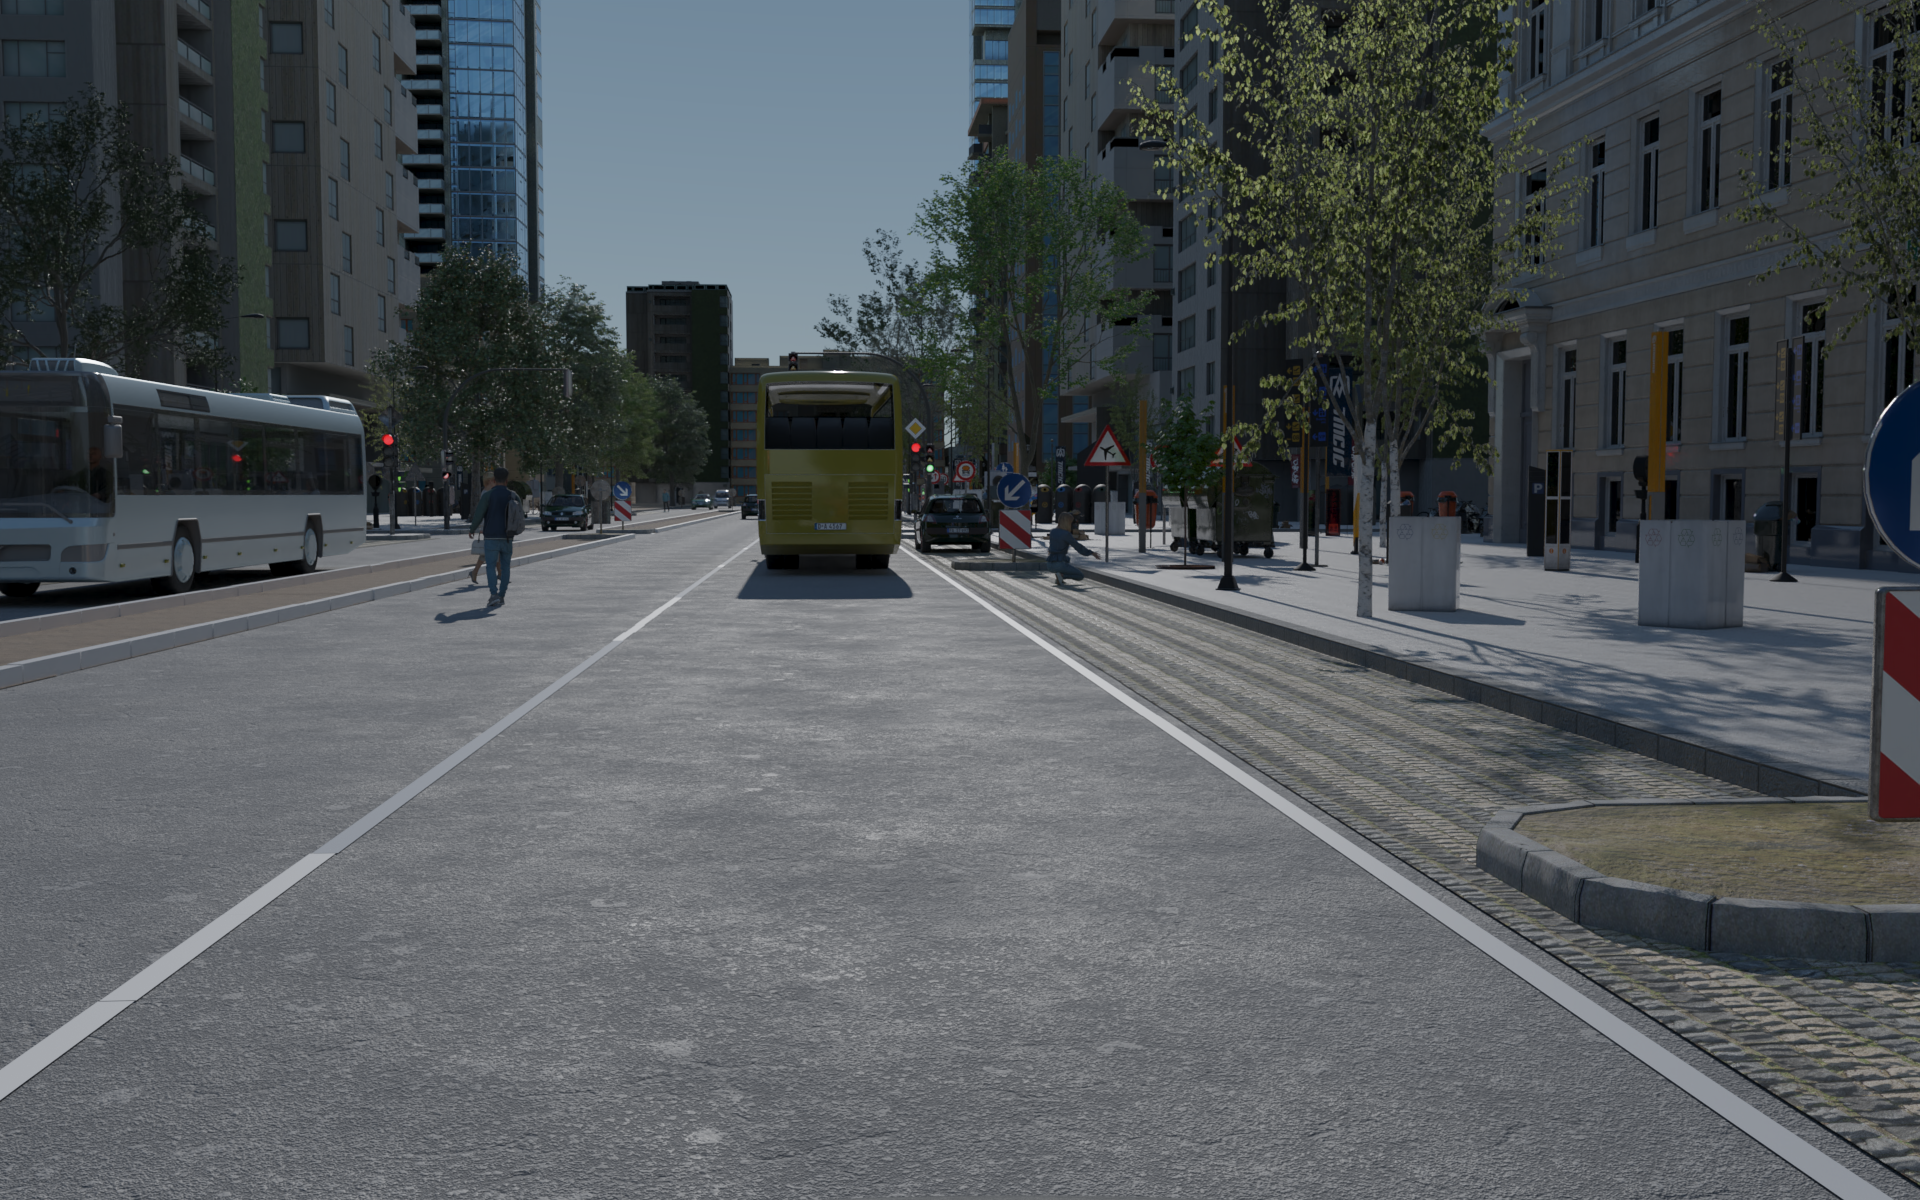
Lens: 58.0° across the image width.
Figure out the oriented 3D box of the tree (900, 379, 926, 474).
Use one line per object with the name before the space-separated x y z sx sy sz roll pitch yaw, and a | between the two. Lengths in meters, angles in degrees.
tree | -7.943 -16.902 182.999 9.857 13.997 8.962 0 3 0

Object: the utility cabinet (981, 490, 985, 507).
utility cabinet | 1.199 -4.681 85.209 0.318 1.500 1.173 3 5 42

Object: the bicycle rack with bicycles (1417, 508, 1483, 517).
bicycle rack with bicycles | 18.893 -3.207 65.816 2.925 0.926 2.852 1 4 19

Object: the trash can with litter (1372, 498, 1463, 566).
trash can with litter | 8.418 -1.261 31.682 2.233 1.210 1.678 -2 4 -24

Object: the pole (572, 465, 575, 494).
pole | -25.385 -7.329 113.677 0.158 3.312 0.155 0 3 0

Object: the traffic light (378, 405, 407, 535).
traffic light | -17.876 -4.010 54.478 0.839 4.253 0.868 0 4 -5

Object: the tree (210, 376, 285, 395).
tree | -19.886 -3.936 48.072 4.285 4.588 4.351 0 3 0

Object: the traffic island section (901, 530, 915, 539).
traffic island section | -0.979 -2.059 55.953 2.009 0.180 2.903 0 4 -5

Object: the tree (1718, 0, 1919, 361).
tree | 11.134 -4.239 19.667 4.360 8.622 3.978 0 3 0

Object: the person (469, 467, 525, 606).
person | -5.950 -0.828 22.383 0.623 1.781 0.721 -3 5 -44

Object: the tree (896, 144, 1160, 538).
tree | 1.995 -7.638 50.644 9.928 11.665 9.643 0 3 0

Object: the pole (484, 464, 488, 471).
pole | -29.891 -7.061 109.286 0.158 3.312 0.155 0 3 0

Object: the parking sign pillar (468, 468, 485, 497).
parking sign pillar | -37.791 -8.989 135.445 1.447 3.967 1.447 0 4 8

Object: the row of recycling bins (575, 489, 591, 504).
row of recycling bins | -28.661 -7.619 131.676 1.069 1.692 3.534 -2 4 -29

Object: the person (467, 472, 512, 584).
person | -7.527 -1.150 27.660 0.624 1.780 0.694 1 4 9

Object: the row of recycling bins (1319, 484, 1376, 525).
row of recycling bins | 16.032 -3.978 72.154 1.069 1.692 3.534 -2 4 -25

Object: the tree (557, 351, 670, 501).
tree | -25.967 -12.058 122.905 9.928 11.665 9.643 0 3 0

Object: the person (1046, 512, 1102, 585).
person | 1.642 -0.821 27.424 0.738 1.151 1.012 -3 4 -38

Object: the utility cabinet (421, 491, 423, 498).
utility cabinet | -40.435 -7.420 129.994 1.173 1.500 0.318 1 4 9

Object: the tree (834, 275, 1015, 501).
tree | -1.982 -11.427 97.195 12.009 13.543 11.850 0 3 0

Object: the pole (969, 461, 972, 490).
pole | 0.670 -6.997 108.243 0.158 3.312 0.155 0 3 0

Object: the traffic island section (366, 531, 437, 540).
traffic island section | -17.917 -1.977 54.610 2.009 0.180 2.903 0 4 -5

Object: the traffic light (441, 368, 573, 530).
traffic light | -16.434 -5.380 62.639 4.771 5.953 1.251 0 4 -5

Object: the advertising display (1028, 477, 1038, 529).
advertising display | 2.414 -3.562 63.445 0.974 1.923 0.123 -2 4 -26

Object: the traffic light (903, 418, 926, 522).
traffic light | -1.655 -4.580 63.796 0.839 4.253 0.868 0 4 -5

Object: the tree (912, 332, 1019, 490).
tree | 0.586 -7.904 79.585 4.737 8.622 4.395 0 3 0

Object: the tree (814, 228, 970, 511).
tree | -5.387 -16.544 126.384 12.611 20.169 13.585 0 3 0

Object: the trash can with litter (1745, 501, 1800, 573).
trash can with litter | 13.291 -1.046 28.482 1.055 1.170 0.624 -3 5 -41

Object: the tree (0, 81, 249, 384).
tree | -19.418 -6.363 38.450 8.767 10.594 7.601 1 4 20

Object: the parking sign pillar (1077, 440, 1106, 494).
parking sign pillar | 5.941 -5.492 78.265 1.447 3.967 1.447 0 4 6

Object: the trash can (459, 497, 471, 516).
trash can | -28.076 -5.298 98.273 0.748 1.137 0.748 0 3 0

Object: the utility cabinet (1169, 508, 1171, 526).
utility cabinet | 8.417 -3.626 67.959 0.318 1.500 1.173 0 4 1

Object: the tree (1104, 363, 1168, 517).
tree | 9.800 -8.889 95.701 4.737 8.622 4.395 0 3 0

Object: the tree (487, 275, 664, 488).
tree | -23.823 -11.979 102.513 9.857 13.997 8.962 0 3 0

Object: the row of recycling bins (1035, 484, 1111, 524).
row of recycling bins | 4.883 -4.162 75.163 3.534 1.692 1.069 2 4 25

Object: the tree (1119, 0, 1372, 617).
tree | 4.102 -4.140 18.057 4.360 8.622 3.978 0 3 0

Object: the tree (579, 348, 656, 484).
tree | -26.906 -13.224 134.332 7.486 12.596 7.792 0 3 0

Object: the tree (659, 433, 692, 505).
tree | -33.348 -15.665 206.482 4.360 8.622 3.978 0 3 0

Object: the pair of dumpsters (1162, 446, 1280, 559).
pair of dumpsters | 5.450 -2.073 36.393 1.574 2.255 4.437 0 4 -5

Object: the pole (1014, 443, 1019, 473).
pole | 2.229 -4.581 68.736 0.158 3.312 0.155 0 3 0

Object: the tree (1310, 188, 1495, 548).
tree | 10.385 -5.564 41.341 4.737 8.622 4.395 0 3 0

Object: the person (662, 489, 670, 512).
person | -23.270 -7.871 137.214 0.660 1.820 0.620 1 4 13

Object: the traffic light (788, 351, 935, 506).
traffic light | -3.098 -4.946 55.529 4.771 5.953 1.251 0 4 -5

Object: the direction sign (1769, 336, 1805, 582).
direction sign | 12.076 -2.036 25.286 0.379 3.537 0.876 0 4 2

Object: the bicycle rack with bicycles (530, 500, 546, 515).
bicycle rack with bicycles | -25.029 -5.816 108.469 2.925 0.926 2.852 2 4 31

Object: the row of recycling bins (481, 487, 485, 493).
row of recycling bins | -25.791 -5.488 96.847 1.069 1.692 3.534 1 4 19

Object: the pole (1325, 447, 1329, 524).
pole | 14.885 -4.671 70.213 0.158 3.312 0.155 0 3 0

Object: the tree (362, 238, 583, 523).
tree | -21.714 -9.826 77.665 9.611 12.733 9.660 0 3 0

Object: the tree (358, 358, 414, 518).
tree | -29.341 -8.528 89.797 4.360 8.622 3.978 0 3 0

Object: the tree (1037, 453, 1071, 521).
tree | 4.467 -5.310 81.419 1.663 3.219 1.824 0 3 0

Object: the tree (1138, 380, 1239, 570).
tree | 3.875 -2.140 29.589 1.663 3.219 1.824 0 3 0

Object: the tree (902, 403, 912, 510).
tree | -3.171 -9.827 111.026 4.737 8.622 4.395 0 3 0

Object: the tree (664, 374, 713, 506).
tree | -30.282 -16.851 182.173 9.857 13.997 8.962 0 3 0

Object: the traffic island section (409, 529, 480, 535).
traffic island section | -18.553 -2.464 62.569 2.009 0.180 2.903 0 4 -5

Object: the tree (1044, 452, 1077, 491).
tree | 8.173 -9.125 132.911 4.285 4.588 4.351 0 3 0

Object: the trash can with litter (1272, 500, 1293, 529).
trash can with litter | 11.814 -3.246 64.465 1.055 1.170 0.624 -1 4 -16

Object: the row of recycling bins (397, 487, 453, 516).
row of recycling bins | -31.249 -5.713 100.528 3.534 1.692 1.069 -3 5 -40

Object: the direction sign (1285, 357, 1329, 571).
direction sign | 5.777 -2.259 28.926 0.379 3.537 0.876 -3 5 -41
